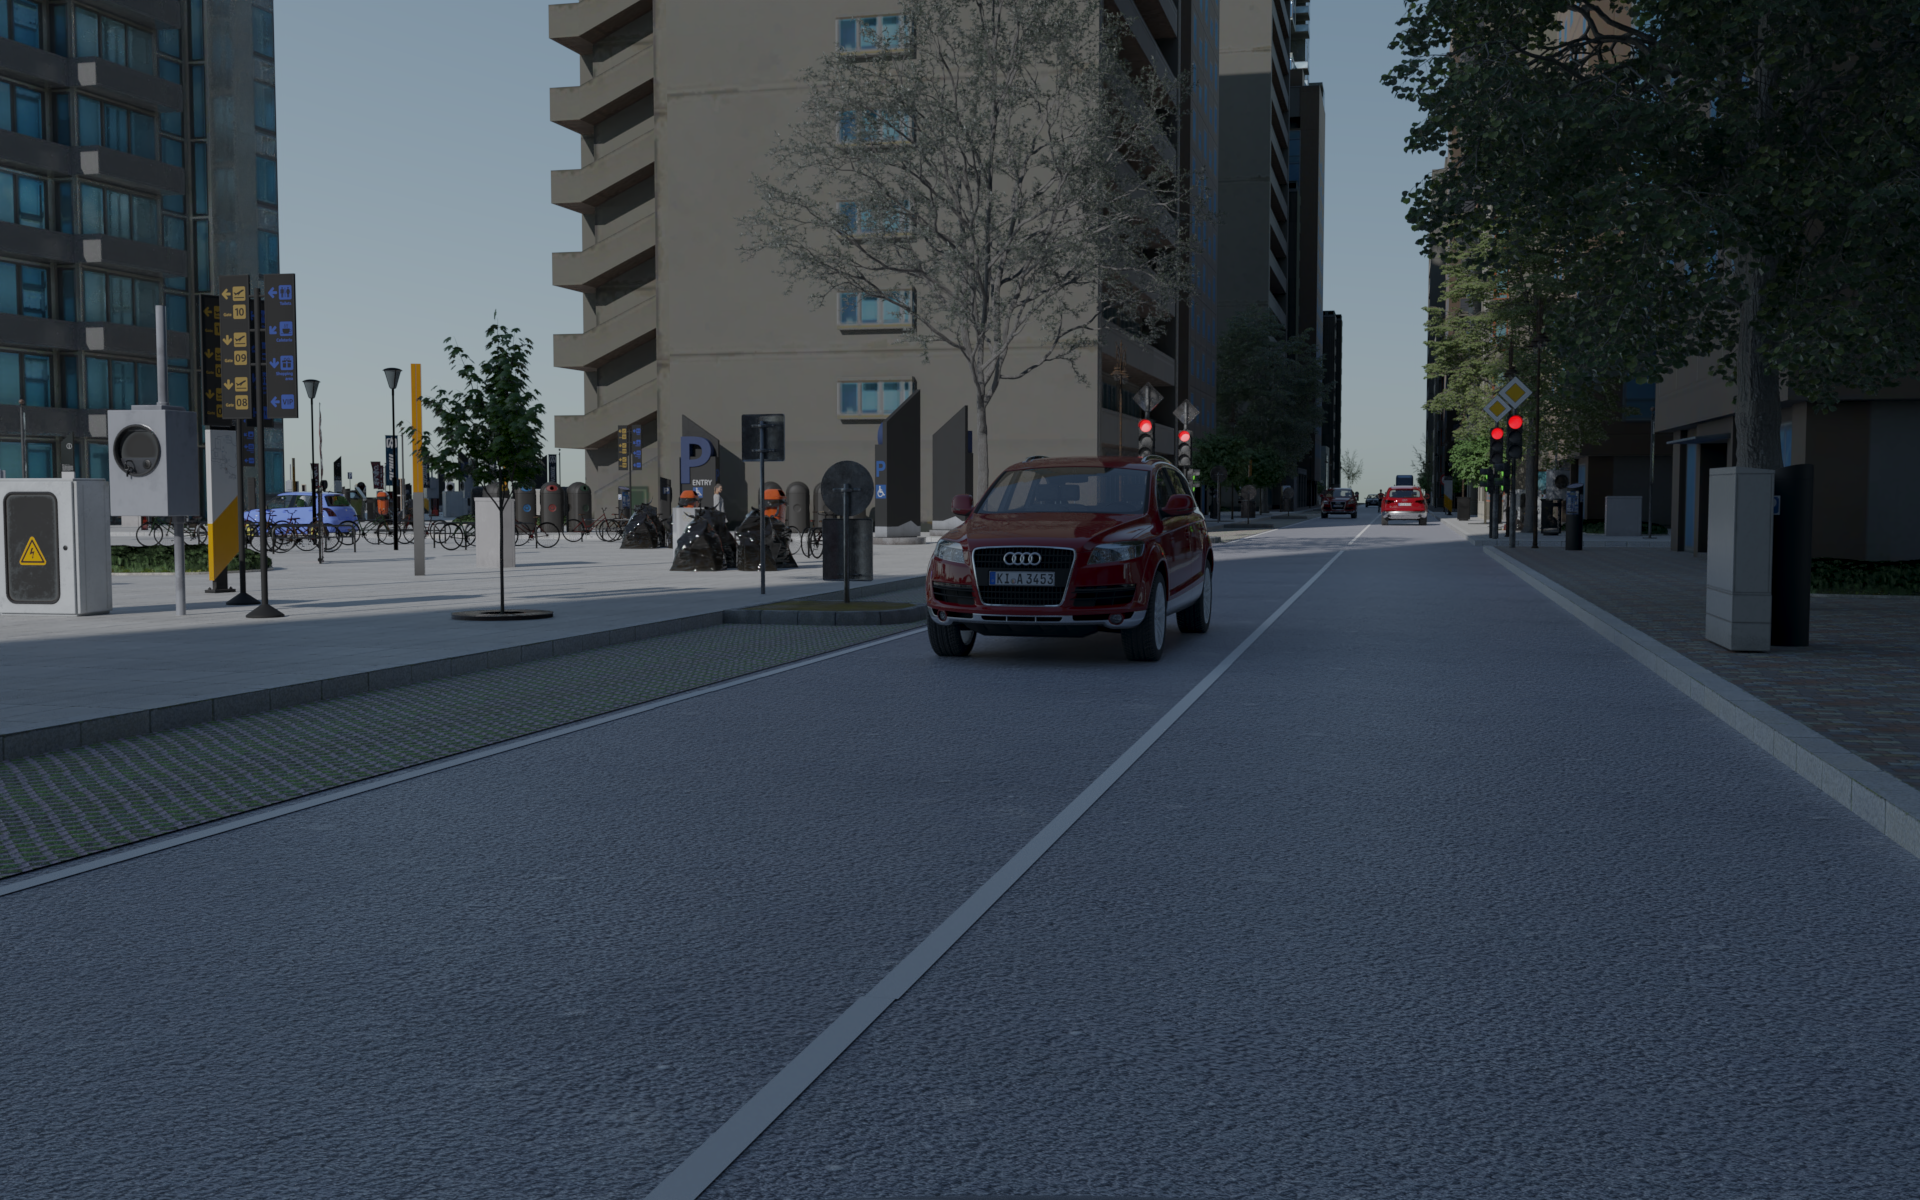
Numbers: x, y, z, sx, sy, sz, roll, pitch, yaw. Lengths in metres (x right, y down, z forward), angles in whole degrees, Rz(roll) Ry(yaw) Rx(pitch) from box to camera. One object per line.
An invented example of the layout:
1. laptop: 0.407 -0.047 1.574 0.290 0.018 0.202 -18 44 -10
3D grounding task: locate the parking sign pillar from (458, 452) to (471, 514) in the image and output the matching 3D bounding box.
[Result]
1. parking sign pillar: -29.826 -7.133 105.103 1.447 3.967 1.447 2 4 29

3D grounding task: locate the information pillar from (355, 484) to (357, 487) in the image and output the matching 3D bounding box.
1. information pillar: -42.760 -7.254 123.099 0.304 2.012 0.304 -3 5 -41

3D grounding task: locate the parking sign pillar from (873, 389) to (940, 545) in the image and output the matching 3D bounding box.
1. parking sign pillar: -1.587 -3.411 44.239 1.447 3.967 1.447 3 5 40

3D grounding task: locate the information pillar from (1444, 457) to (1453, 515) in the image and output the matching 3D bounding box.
1. information pillar: 29.454 -6.913 104.385 0.504 3.616 0.183 2 4 27

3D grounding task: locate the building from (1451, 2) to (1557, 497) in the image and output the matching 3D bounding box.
1. building: 50.107 -29.349 134.475 22.147 44.769 28.867 1 4 14

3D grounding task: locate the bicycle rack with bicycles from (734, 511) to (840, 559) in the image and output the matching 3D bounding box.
1. bicycle rack with bicycles: -3.214 -1.372 35.818 2.852 0.926 2.925 2 4 28

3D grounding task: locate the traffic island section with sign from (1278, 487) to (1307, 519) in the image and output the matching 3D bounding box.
1. traffic island section with sign: 18.973 -5.569 99.689 1.989 1.847 2.006 1 4 14

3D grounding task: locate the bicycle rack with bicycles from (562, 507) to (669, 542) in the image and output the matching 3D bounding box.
1. bicycle rack with bicycles: -9.004 -2.054 46.958 2.925 0.926 2.852 0 4 7

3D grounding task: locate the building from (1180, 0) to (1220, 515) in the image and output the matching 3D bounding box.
1. building: 7.171 -27.480 99.414 14.600 45.320 14.200 1 4 14

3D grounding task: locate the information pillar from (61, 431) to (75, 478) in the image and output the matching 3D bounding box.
1. information pillar: -33.216 -4.478 64.568 0.504 3.616 0.183 0 4 4

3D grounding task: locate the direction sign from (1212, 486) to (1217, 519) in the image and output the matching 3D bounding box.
1. direction sign: 13.091 -5.905 88.546 0.379 3.537 0.876 1 4 22

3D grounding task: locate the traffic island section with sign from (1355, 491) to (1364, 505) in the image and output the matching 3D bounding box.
1. traffic island section with sign: 58.402 -15.037 254.489 1.989 1.847 2.006 1 4 14

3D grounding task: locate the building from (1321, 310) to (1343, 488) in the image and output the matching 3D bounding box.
1. building: 51.950 -30.439 269.385 14.160 30.474 14.107 1 4 14

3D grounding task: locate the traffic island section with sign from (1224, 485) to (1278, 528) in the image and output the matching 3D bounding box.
1. traffic island section with sign: 12.270 -3.963 73.420 1.989 1.847 2.006 1 4 14

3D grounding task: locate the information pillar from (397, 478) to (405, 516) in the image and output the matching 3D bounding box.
1. information pillar: -26.383 -4.723 81.719 0.304 2.012 0.304 1 4 23

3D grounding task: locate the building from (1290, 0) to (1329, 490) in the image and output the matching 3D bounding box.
1. building: 41.921 -57.145 246.992 22.319 86.520 31.000 1 4 14

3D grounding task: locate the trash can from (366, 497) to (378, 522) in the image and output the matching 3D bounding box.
1. trash can: -27.328 -4.225 80.732 0.748 1.137 0.748 0 3 0

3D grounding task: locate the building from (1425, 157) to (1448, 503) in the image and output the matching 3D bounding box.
1. building: 76.618 -37.846 242.476 21.300 48.544 21.600 1 4 14

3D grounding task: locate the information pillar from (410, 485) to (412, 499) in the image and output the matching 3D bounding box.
1. information pillar: -43.281 -8.052 136.147 0.304 2.012 0.304 1 4 15

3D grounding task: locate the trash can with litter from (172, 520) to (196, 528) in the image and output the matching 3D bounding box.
1. trash can with litter: -29.286 -3.290 65.180 0.624 1.170 1.055 1 4 19

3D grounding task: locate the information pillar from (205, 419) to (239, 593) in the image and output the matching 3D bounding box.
1. information pillar: -9.593 -1.906 22.510 0.183 3.616 0.504 2 4 25

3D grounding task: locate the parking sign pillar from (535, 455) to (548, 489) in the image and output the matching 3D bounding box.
1. parking sign pillar: -28.925 -7.961 118.634 1.447 3.967 1.447 -3 5 -43

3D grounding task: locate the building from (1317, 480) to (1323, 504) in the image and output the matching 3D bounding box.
1. building: 30.348 -32.486 223.025 32.217 40.220 23.993 1 4 14

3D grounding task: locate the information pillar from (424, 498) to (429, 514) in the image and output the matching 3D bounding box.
1. information pillar: -34.731 -7.410 112.514 0.504 3.616 0.183 1 4 16

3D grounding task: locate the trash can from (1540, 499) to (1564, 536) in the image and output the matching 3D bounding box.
1. trash can: 18.271 -2.560 53.517 0.748 1.137 0.748 0 3 0

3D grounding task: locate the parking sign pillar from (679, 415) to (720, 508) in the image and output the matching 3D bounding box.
1. parking sign pillar: -8.790 -4.282 58.487 1.447 3.967 1.447 1 4 13

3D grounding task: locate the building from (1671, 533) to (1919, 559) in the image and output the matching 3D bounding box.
1. building: 20.934 -23.241 30.103 14.600 45.320 14.200 1 4 14

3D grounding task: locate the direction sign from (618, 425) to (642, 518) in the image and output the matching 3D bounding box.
1. direction sign: -10.834 -3.970 56.903 0.876 3.537 0.379 1 4 21

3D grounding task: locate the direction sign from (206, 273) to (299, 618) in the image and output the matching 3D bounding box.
1. direction sign: -7.243 -1.587 17.949 0.876 3.537 0.379 1 4 13

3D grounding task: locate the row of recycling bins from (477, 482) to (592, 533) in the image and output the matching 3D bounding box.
1. row of recycling bins: -14.049 -3.087 57.586 3.534 1.692 1.069 -2 4 -24

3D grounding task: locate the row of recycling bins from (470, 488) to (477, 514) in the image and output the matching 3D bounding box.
1. row of recycling bins: -25.937 -5.367 94.858 1.069 1.692 3.534 0 4 1

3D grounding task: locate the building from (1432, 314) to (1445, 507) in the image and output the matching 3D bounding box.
1. building: 63.086 -20.325 177.346 27.650 21.520 28.899 1 4 14

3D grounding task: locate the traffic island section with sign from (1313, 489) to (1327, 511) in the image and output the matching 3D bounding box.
1. traffic island section with sign: 31.084 -8.477 147.227 1.989 1.847 2.006 1 4 14

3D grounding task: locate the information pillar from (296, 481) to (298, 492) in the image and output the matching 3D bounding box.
1. information pillar: -37.898 -5.762 98.695 0.304 2.012 0.304 -2 4 -24

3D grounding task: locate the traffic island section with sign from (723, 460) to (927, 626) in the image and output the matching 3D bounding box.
1. traffic island section with sign: -1.416 -0.678 19.715 1.989 1.847 2.006 1 4 14

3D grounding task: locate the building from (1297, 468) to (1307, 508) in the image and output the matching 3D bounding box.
1. building: 24.024 -44.828 171.193 20.563 71.187 20.611 1 4 14

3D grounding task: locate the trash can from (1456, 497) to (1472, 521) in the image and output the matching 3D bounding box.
1. trash can: 24.154 -4.366 83.038 0.748 1.137 0.748 0 3 0

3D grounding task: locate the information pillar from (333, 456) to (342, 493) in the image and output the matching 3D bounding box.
1. information pillar: -37.920 -6.989 105.627 0.504 3.616 0.183 0 4 -4

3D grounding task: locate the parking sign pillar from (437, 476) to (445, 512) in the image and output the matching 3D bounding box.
1. parking sign pillar: -37.144 -8.286 123.952 1.447 3.967 1.447 -1 4 -20

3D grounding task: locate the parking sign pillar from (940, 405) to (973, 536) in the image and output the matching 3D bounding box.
1. parking sign pillar: -0.221 -3.955 53.141 1.447 3.967 1.447 3 4 39

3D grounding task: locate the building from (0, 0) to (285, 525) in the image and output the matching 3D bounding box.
1. building: -47.847 -27.951 76.606 30.456 49.044 23.786 1 4 14

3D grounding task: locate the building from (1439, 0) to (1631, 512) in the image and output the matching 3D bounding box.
1. building: 51.247 -30.976 156.569 14.600 45.320 14.200 1 4 14

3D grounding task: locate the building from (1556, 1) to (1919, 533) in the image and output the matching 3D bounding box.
1. building: 31.441 -25.575 68.265 14.600 45.320 14.200 1 4 14

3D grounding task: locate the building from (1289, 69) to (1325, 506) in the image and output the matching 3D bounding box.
1. building: 32.045 -32.894 187.931 14.600 45.320 14.200 1 4 14

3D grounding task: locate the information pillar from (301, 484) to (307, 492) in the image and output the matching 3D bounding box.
1. information pillar: -50.065 -7.812 132.214 0.304 2.012 0.304 0 4 -7

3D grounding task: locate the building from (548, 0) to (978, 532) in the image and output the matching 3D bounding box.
1. building: -3.259 -27.176 68.023 21.300 48.544 21.600 1 4 14

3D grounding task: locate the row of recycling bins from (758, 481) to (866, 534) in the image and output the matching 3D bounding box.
1. row of recycling bins: -4.838 -3.036 56.759 3.534 1.692 1.069 -1 4 -11

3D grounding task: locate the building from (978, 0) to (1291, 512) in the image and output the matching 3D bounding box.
1. building: 14.572 -31.420 137.424 21.300 48.544 21.600 1 4 14

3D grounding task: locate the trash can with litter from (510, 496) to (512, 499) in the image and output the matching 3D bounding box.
1. trash can with litter: -29.514 -6.251 113.259 2.233 1.210 1.678 -1 4 -9

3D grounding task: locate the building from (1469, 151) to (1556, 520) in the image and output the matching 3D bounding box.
1. building: 43.189 -15.376 96.442 27.650 21.520 28.899 1 4 14

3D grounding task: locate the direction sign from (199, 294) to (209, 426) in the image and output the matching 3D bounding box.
1. direction sign: -8.337 -1.715 20.042 0.379 3.537 0.876 3 4 36

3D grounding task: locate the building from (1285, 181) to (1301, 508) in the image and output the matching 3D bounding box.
1. building: 22.770 -23.436 154.876 14.160 30.474 14.107 1 4 14
